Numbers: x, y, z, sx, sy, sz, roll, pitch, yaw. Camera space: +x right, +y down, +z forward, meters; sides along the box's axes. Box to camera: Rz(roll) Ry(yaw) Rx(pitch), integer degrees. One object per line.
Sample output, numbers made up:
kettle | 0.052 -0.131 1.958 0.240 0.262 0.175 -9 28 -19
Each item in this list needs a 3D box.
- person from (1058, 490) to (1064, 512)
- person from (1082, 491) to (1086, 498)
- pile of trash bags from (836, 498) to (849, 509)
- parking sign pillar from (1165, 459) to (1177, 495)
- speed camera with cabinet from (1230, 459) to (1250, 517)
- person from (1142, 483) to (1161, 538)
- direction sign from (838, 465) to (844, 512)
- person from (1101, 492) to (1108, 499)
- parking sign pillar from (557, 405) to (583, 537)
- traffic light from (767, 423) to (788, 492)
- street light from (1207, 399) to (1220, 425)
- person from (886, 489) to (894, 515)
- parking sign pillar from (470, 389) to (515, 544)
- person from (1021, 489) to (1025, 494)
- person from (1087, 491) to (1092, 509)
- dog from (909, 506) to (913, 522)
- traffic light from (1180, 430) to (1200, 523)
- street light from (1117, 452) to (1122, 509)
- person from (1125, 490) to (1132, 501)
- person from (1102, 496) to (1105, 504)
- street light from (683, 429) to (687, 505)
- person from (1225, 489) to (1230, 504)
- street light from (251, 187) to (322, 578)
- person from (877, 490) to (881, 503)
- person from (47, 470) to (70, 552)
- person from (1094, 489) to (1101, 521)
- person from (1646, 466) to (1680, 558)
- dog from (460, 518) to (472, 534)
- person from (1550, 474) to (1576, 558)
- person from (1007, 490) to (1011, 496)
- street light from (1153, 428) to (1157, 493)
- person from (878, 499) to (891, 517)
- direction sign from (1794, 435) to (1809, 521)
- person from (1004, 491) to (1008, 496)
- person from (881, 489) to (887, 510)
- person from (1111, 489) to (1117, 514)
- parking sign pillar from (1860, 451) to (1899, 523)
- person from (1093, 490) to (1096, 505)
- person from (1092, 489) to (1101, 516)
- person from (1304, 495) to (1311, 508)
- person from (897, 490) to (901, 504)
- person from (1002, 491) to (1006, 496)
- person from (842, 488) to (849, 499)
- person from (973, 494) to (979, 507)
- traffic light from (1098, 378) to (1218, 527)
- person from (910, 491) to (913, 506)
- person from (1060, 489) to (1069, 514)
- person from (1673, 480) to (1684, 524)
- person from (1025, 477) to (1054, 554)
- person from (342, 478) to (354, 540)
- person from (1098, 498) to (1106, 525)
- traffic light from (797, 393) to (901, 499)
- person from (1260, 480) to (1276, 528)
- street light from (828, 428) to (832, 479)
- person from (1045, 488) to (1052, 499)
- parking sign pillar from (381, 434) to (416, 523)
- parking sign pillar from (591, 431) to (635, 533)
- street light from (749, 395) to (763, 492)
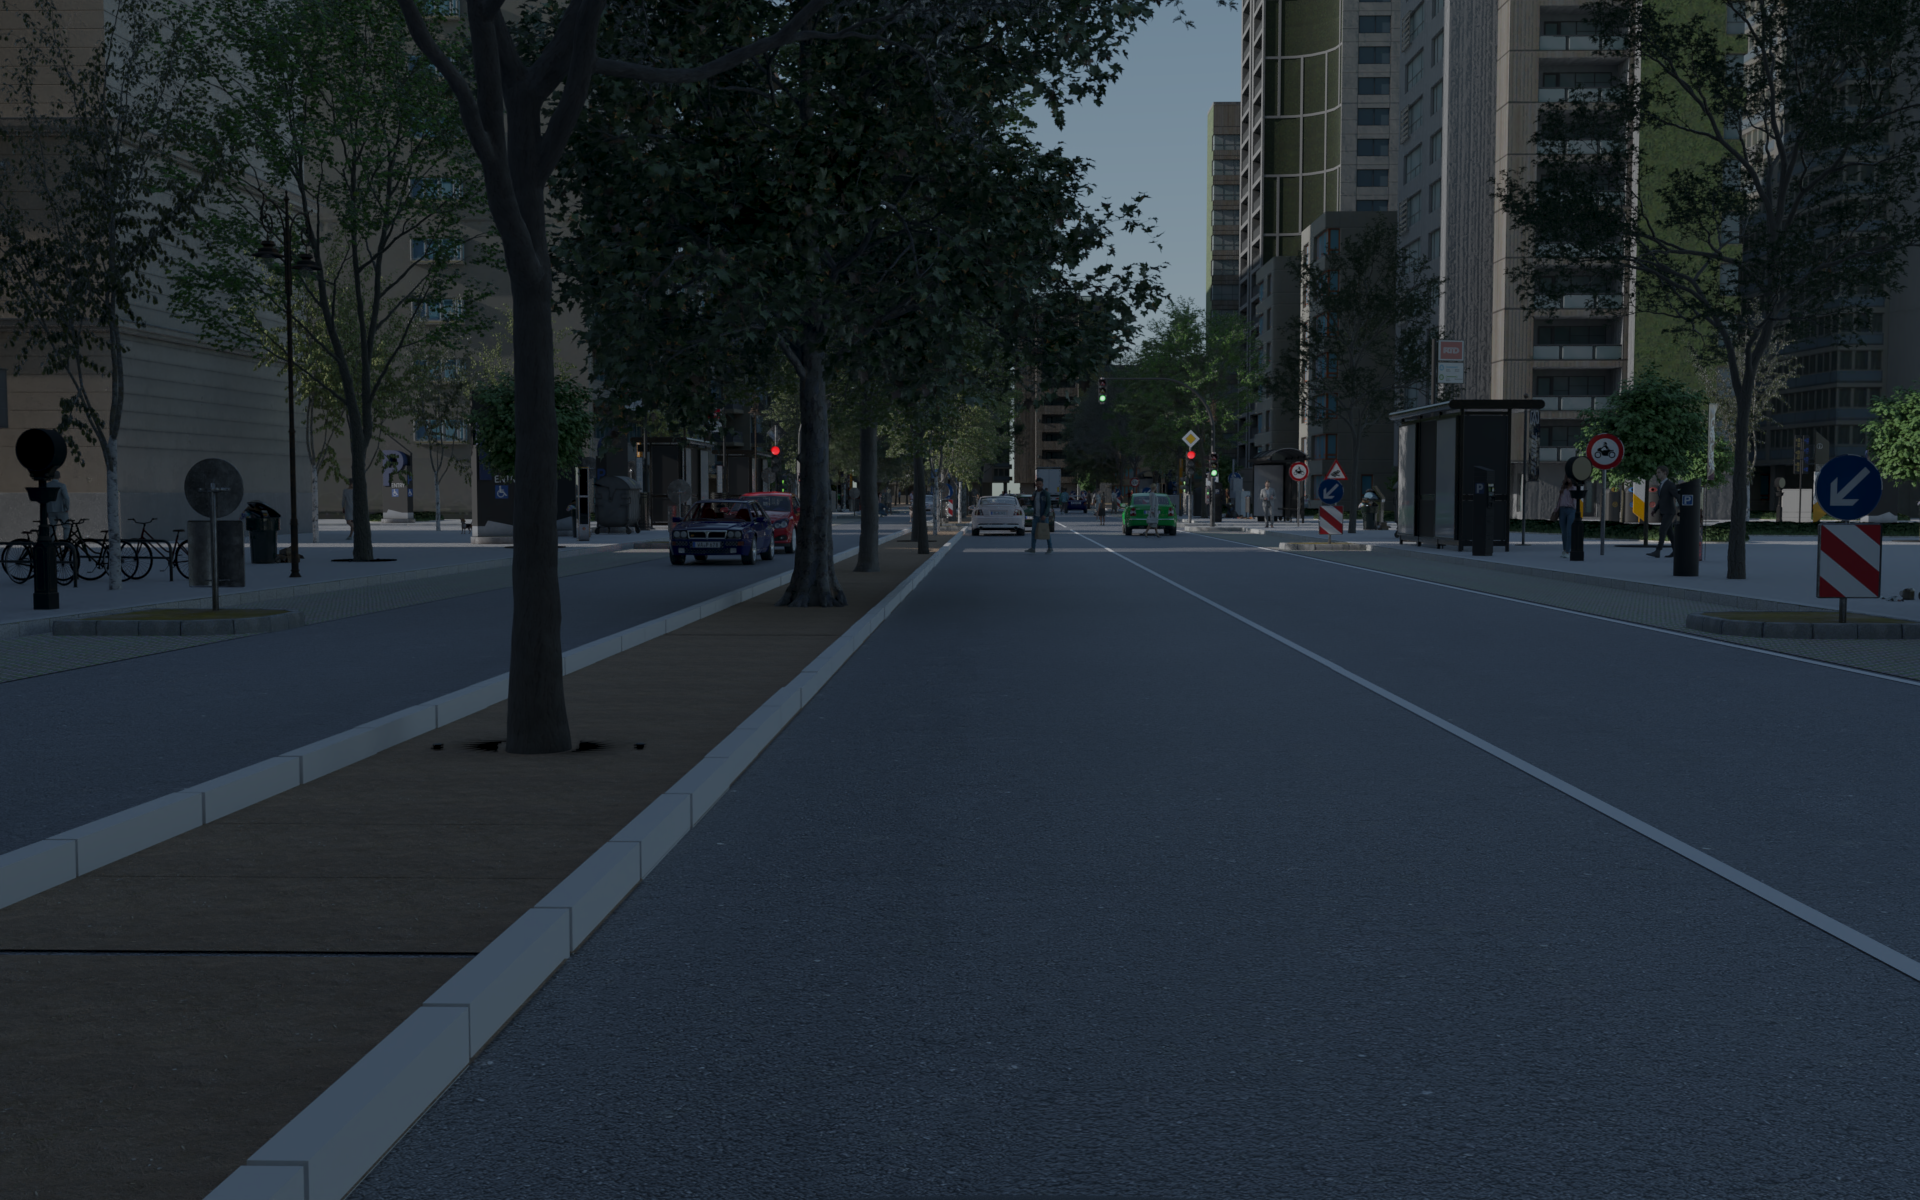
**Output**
person | 8.235 -8.013 139.752 0.600 1.795 0.529 -2 4 -23
person | 11.245 -9.127 158.660 0.436 1.711 0.756 -1 4 -9
pile of trash bags | -9.528 -8.396 147.031 1.912 1.369 3.447 -2 4 -30
parking sign pillar | 15.962 -8.622 129.440 1.447 3.967 1.447 -2 4 -25
speed camera with cabinet | 15.715 -6.288 97.137 0.660 3.252 2.038 -1 4 -9
person | 6.306 -2.935 56.838 0.624 1.780 0.694 0 4 7
direction sign | -8.480 -8.033 123.342 0.379 3.537 0.876 -2 4 -28
person | 19.153 -13.560 230.992 1.217 1.735 0.721 0 4 6
parking sign pillar | -12.145 -3.928 52.698 1.447 3.967 1.447 -1 4 -13
traffic light | -7.198 -4.845 68.144 0.839 4.253 0.868 0 4 1
street light | 12.278 -6.809 84.115 0.468 5.910 1.993 0 4 1
person | -4.821 -6.755 119.132 0.526 1.800 0.537 -1 4 -14
parking sign pillar | -11.956 -3.449 44.855 1.447 3.967 1.447 -2 4 -34
person | 5.250 -8.439 146.497 0.660 1.820 0.620 -3 5 -39
person | 12.208 -9.434 163.300 0.434 1.755 0.990 -1 4 -15
dog | -2.243 -4.372 88.312 0.800 0.831 0.513 -1 4 -11
traffic light | 10.052 -5.309 75.731 0.839 4.253 0.868 0 4 1
street light | 13.871 -10.838 149.987 0.468 5.910 1.993 0 4 1
person | 20.688 -12.557 211.312 1.348 1.831 0.705 -2 4 -31
person | 11.332 -7.616 137.296 0.475 1.303 0.640 -3 5 -41
street light | -9.501 -5.322 59.807 0.468 5.910 1.993 0 4 1
person | 23.608 -8.924 152.463 0.721 1.766 1.217 0 4 3
street light | -10.249 -3.287 26.524 0.468 5.910 1.993 0 4 1
person | -9.855 -12.343 208.365 1.217 1.766 0.721 3 5 42
person | -20.050 -1.978 38.476 0.635 1.810 0.391 0 4 -7
person | 7.246 -4.964 90.669 0.522 1.701 0.512 0 4 0
person | 14.160 -1.776 34.862 0.755 1.850 0.659 0 3 0
dog | -15.853 -2.378 55.709 0.406 0.507 0.540 -1 4 -14
person | 12.254 -1.731 34.935 0.593 1.750 0.643 3 5 44
person | 4.233 -8.418 146.480 0.694 1.780 0.624 2 4 29
street light | 13.073 -8.801 116.682 0.468 5.910 1.993 0 4 1
person | -4.808 -5.709 107.347 0.738 1.151 1.012 -2 4 -34
direction sign | 32.363 -4.567 66.665 0.876 3.537 0.379 -2 4 -31
person | 4.430 -9.432 163.651 0.436 1.711 0.756 -2 4 -25
person | -5.439 -7.144 125.413 0.694 1.812 0.767 -1 4 -15
person | 10.950 -7.011 123.354 0.478 1.798 0.641 -2 4 -24
parking sign pillar | 34.976 -4.731 65.821 1.447 3.967 1.447 -1 4 -13
person | 15.790 -12.006 203.015 0.551 1.740 0.621 3 4 39
person | 8.939 -6.357 112.716 0.678 1.792 0.850 -2 4 -34
person | 21.174 -5.791 105.732 0.505 1.210 0.382 1 4 16
person | -7.714 -13.054 219.457 0.705 1.826 1.348 1 4 10
person | 4.338 -9.643 166.845 1.217 1.739 0.721 1 4 17
person | -11.212 -9.743 165.423 1.350 1.814 0.705 2 4 30
person | 1.646 -10.693 184.044 0.721 1.735 1.217 -3 4 -36
traffic light | 7.766 -5.687 67.657 4.771 5.953 1.251 0 4 1
person | -4.398 -9.121 158.562 0.436 1.711 0.756 1 4 19
person | 7.396 -7.001 122.979 0.660 1.820 0.620 2 4 26
person | 25.057 -3.290 60.328 0.515 1.767 0.782 1 4 14
person | 1.928 -1.991 41.035 0.713 1.824 0.794 -2 4 -31
person | -16.925 -2.538 48.294 0.760 1.731 0.466 2 4 34
person | 6.499 -4.055 79.473 0.362 1.253 0.373 -1 4 -14
traffic light | -4.911 -6.204 76.111 4.771 5.953 1.251 0 4 1
person | 11.756 -3.661 66.101 0.606 1.804 0.583 0 4 6
street light | -8.250 -8.330 108.986 0.468 5.910 1.993 0 4 1
person | 5.109 -5.650 101.077 0.583 1.804 0.606 -1 4 -17
parking sign pillar | -24.933 -5.401 76.779 1.447 3.967 1.447 1 4 19
parking sign pillar | -11.573 -4.229 57.619 1.447 3.967 1.447 1 4 22
street light | -9.004 -6.338 76.418 0.468 5.910 1.993 0 4 1
